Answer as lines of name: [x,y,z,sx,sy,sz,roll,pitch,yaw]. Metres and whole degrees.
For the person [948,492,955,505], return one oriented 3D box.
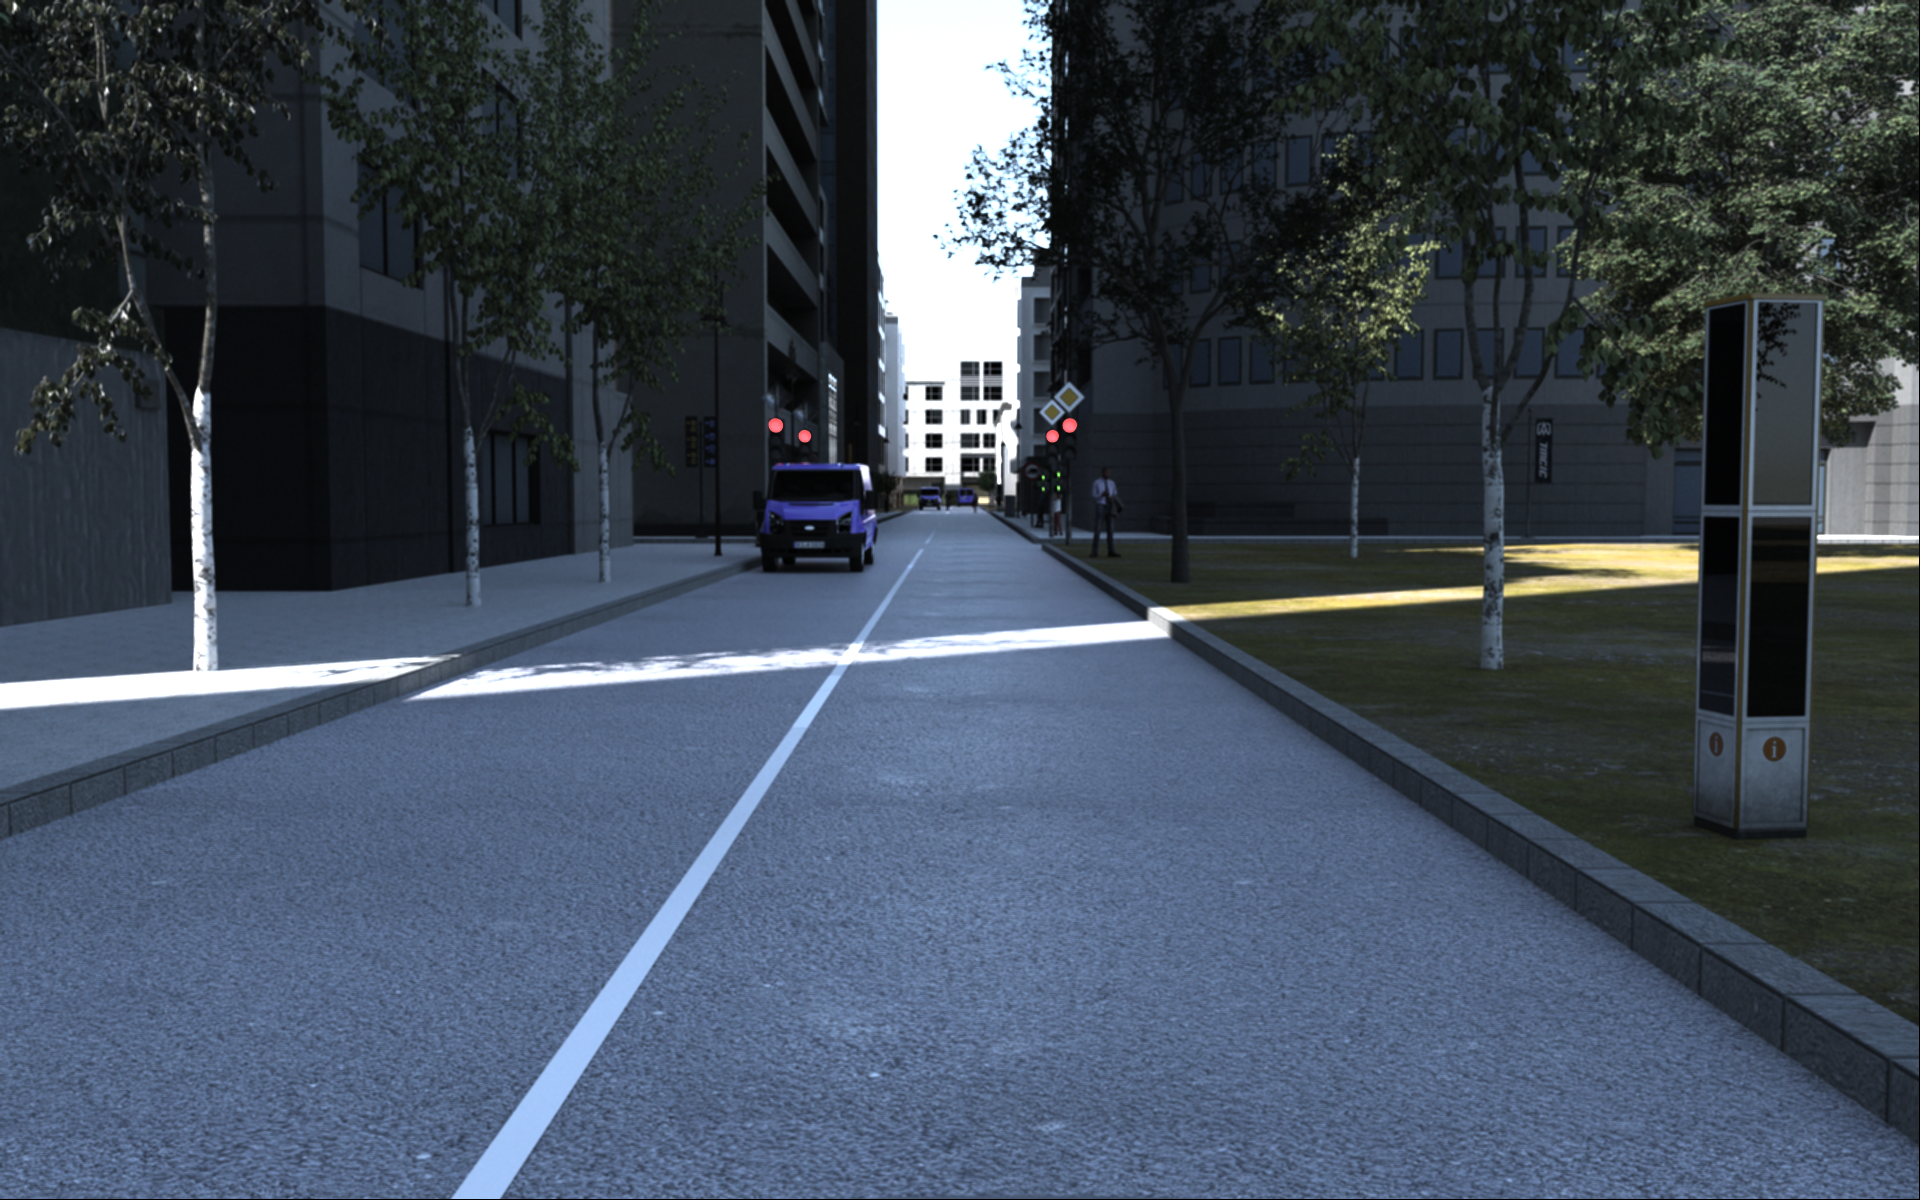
person: [-1.191,-11.004,189.237,1.217,1.723,0.721,1,4,10]

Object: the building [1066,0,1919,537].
building: [18.429,-31.724,60.692,28.212,58.520,21.231,0,3,0]

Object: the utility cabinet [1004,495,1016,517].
utility cabinet: [2.782,-5.186,95.945,0.306,1.237,1.020,-1,4,-20]

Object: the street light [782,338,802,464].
street light: [-4.974,-4.812,51.470,0.468,5.910,1.993,0,3,0]

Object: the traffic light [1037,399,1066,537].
traffic light: [2.701,-3.812,51.240,0.839,4.253,0.868,0,3,0]

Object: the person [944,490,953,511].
person: [-0.988,-8.654,150.514,0.721,1.766,1.217,3,4,37]

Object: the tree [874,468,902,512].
tree: [-5.332,-7.981,125.091,1.663,3.219,1.824,0,3,0]

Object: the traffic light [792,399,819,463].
traffic light: [-4.540,-3.811,51.226,0.839,4.253,0.868,0,3,0]

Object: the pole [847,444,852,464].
pole: [-4.492,-4.691,70.548,0.158,3.312,0.155,0,3,0]

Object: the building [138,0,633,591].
building: [-18.460,-36.247,30.886,20.611,71.187,20.563,0,3,0]

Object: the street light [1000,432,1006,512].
street light: [3.138,-9.373,126.036,0.468,5.910,1.993,0,3,0]

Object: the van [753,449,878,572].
van: [-2.700,-1.791,33.673,2.240,2.365,5.245,0,4,0]

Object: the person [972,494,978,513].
person: [1.186,-7.427,133.171,0.421,1.427,0.697,-1,4,-9]

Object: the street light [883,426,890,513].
street light: [-5.018,-8.900,118.310,0.468,5.910,1.993,0,3,0]

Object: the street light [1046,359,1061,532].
street light: [3.174,-5.271,58.964,0.468,5.910,1.993,0,3,0]

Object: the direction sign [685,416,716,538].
direction sign: [-7.555,-3.580,50.529,0.876,3.537,0.379,-1,4,-13]

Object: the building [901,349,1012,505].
building: [-1.579,-21.616,219.883,31.486,18.905,16.747,0,3,0]

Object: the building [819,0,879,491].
building: [-12.479,-28.178,110.818,14.600,45.320,14.200,0,3,0]

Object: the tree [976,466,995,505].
tree: [3.398,-13.472,203.984,4.285,4.588,4.351,0,3,0]

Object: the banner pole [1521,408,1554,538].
banner pole: [16.809,-3.694,50.414,0.863,3.779,0.401,1,4,16]

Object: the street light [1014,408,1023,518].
street light: [3.123,-7.349,92.938,0.468,5.910,1.993,0,3,0]

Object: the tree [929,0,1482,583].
tree: [3.366,-5.551,25.166,8.767,10.594,7.601,2,4,23]

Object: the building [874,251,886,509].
building: [-20.790,-18.301,143.195,27.936,21.610,32.646,0,3,0]

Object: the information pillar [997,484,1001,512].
information pillar: [2.805,-7.343,124.546,0.304,2.012,0.304,-1,4,-12]

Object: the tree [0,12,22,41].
tree: [-5.058,-1.366,6.051,4.285,4.588,4.351,0,3,0]

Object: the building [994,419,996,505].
building: [8.518,-14.991,187.249,9.099,9.664,28.070,0,3,0]

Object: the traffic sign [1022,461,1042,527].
traffic sign: [2.825,-4.137,67.752,0.768,2.556,0.104,0,4,4]

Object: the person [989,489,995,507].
person: [3.143,-10.026,170.640,0.621,1.740,0.551,1,4,16]

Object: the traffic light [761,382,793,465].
traffic light: [-4.542,-3.322,43.241,0.839,4.253,0.868,0,3,0]

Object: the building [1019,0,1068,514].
building: [14.571,-41.376,114.750,20.563,71.187,20.611,0,3,0]

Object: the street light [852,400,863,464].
street light: [-5.037,-6.869,85.093,0.468,5.910,1.993,0,3,0]

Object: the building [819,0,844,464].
building: [-16.770,-47.330,86.524,22.319,86.520,31.000,0,3,0]

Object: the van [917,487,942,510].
van: [-2.711,-9.301,156.448,2.240,2.365,5.245,0,4,0]

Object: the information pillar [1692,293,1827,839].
information pillar: [3.003,-0.125,6.529,0.304,2.012,0.304,0,4,-8]

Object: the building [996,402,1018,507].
building: [8.437,-13.252,158.823,9.099,9.664,28.070,0,3,0]

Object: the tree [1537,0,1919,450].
tree: [16.719,-7.914,36.044,9.857,13.997,8.962,0,3,0]

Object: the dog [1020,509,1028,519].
dog: [3.334,-4.464,89.821,0.540,0.507,0.406,2,4,26]

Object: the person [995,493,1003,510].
person: [2.991,-7.548,132.637,0.628,1.438,0.799,0,4,5]

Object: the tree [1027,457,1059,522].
tree: [4.002,-5.145,78.720,1.663,3.219,1.824,0,3,0]

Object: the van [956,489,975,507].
van: [0.669,-11.688,195.477,2.240,2.365,5.245,0,4,-1]

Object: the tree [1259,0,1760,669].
tree: [3.816,-3.786,12.259,4.737,8.622,4.395,0,3,0]

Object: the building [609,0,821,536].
building: [-16.532,-26.772,61.432,21.300,48.544,21.600,0,3,0]

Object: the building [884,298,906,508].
building: [-13.487,-18.889,165.258,16.016,20.091,11.380,0,3,0]

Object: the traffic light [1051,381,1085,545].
traffic light: [2.700,-3.323,43.255,0.839,4.253,0.868,0,3,0]

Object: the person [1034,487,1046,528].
person: [3.050,-3.514,65.705,0.429,1.552,0.499,2,4,26]

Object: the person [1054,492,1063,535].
person: [3.020,-2.687,53.891,0.435,1.345,0.340,1,4,17]

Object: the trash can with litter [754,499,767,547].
trash can with litter: [-4.712,-1.891,42.312,0.624,1.170,1.055,0,4,-2]

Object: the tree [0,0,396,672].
tree: [-5.702,-3.786,12.270,4.360,8.622,3.978,0,3,0]

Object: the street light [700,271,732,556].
street light: [-5.039,-3.861,35.916,0.468,5.910,1.993,0,3,0]

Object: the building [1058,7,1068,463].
building: [16.987,-28.679,88.503,23.786,49.044,30.456,0,3,0]

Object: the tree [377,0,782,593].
tree: [-4.936,-4.563,24.961,4.737,8.622,4.395,0,3,0]

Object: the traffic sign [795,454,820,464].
traffic sign: [-4.669,-3.230,52.921,0.768,2.556,0.104,1,4,9]

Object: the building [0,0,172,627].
building: [-16.269,-14.731,12.552,14.160,30.474,14.107,0,3,0]

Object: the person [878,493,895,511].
person: [-5.599,-7.717,132.356,1.348,1.807,0.705,-1,4,-17]

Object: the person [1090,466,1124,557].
person: [2.975,-1.776,34.955,0.709,1.838,0.599,-1,4,-23]

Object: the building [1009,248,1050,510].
building: [12.015,-17.272,138.814,16.016,20.091,11.380,0,3,0]

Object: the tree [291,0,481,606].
tree: [-5.356,-4.233,19.574,4.737,8.622,4.395,0,3,0]
